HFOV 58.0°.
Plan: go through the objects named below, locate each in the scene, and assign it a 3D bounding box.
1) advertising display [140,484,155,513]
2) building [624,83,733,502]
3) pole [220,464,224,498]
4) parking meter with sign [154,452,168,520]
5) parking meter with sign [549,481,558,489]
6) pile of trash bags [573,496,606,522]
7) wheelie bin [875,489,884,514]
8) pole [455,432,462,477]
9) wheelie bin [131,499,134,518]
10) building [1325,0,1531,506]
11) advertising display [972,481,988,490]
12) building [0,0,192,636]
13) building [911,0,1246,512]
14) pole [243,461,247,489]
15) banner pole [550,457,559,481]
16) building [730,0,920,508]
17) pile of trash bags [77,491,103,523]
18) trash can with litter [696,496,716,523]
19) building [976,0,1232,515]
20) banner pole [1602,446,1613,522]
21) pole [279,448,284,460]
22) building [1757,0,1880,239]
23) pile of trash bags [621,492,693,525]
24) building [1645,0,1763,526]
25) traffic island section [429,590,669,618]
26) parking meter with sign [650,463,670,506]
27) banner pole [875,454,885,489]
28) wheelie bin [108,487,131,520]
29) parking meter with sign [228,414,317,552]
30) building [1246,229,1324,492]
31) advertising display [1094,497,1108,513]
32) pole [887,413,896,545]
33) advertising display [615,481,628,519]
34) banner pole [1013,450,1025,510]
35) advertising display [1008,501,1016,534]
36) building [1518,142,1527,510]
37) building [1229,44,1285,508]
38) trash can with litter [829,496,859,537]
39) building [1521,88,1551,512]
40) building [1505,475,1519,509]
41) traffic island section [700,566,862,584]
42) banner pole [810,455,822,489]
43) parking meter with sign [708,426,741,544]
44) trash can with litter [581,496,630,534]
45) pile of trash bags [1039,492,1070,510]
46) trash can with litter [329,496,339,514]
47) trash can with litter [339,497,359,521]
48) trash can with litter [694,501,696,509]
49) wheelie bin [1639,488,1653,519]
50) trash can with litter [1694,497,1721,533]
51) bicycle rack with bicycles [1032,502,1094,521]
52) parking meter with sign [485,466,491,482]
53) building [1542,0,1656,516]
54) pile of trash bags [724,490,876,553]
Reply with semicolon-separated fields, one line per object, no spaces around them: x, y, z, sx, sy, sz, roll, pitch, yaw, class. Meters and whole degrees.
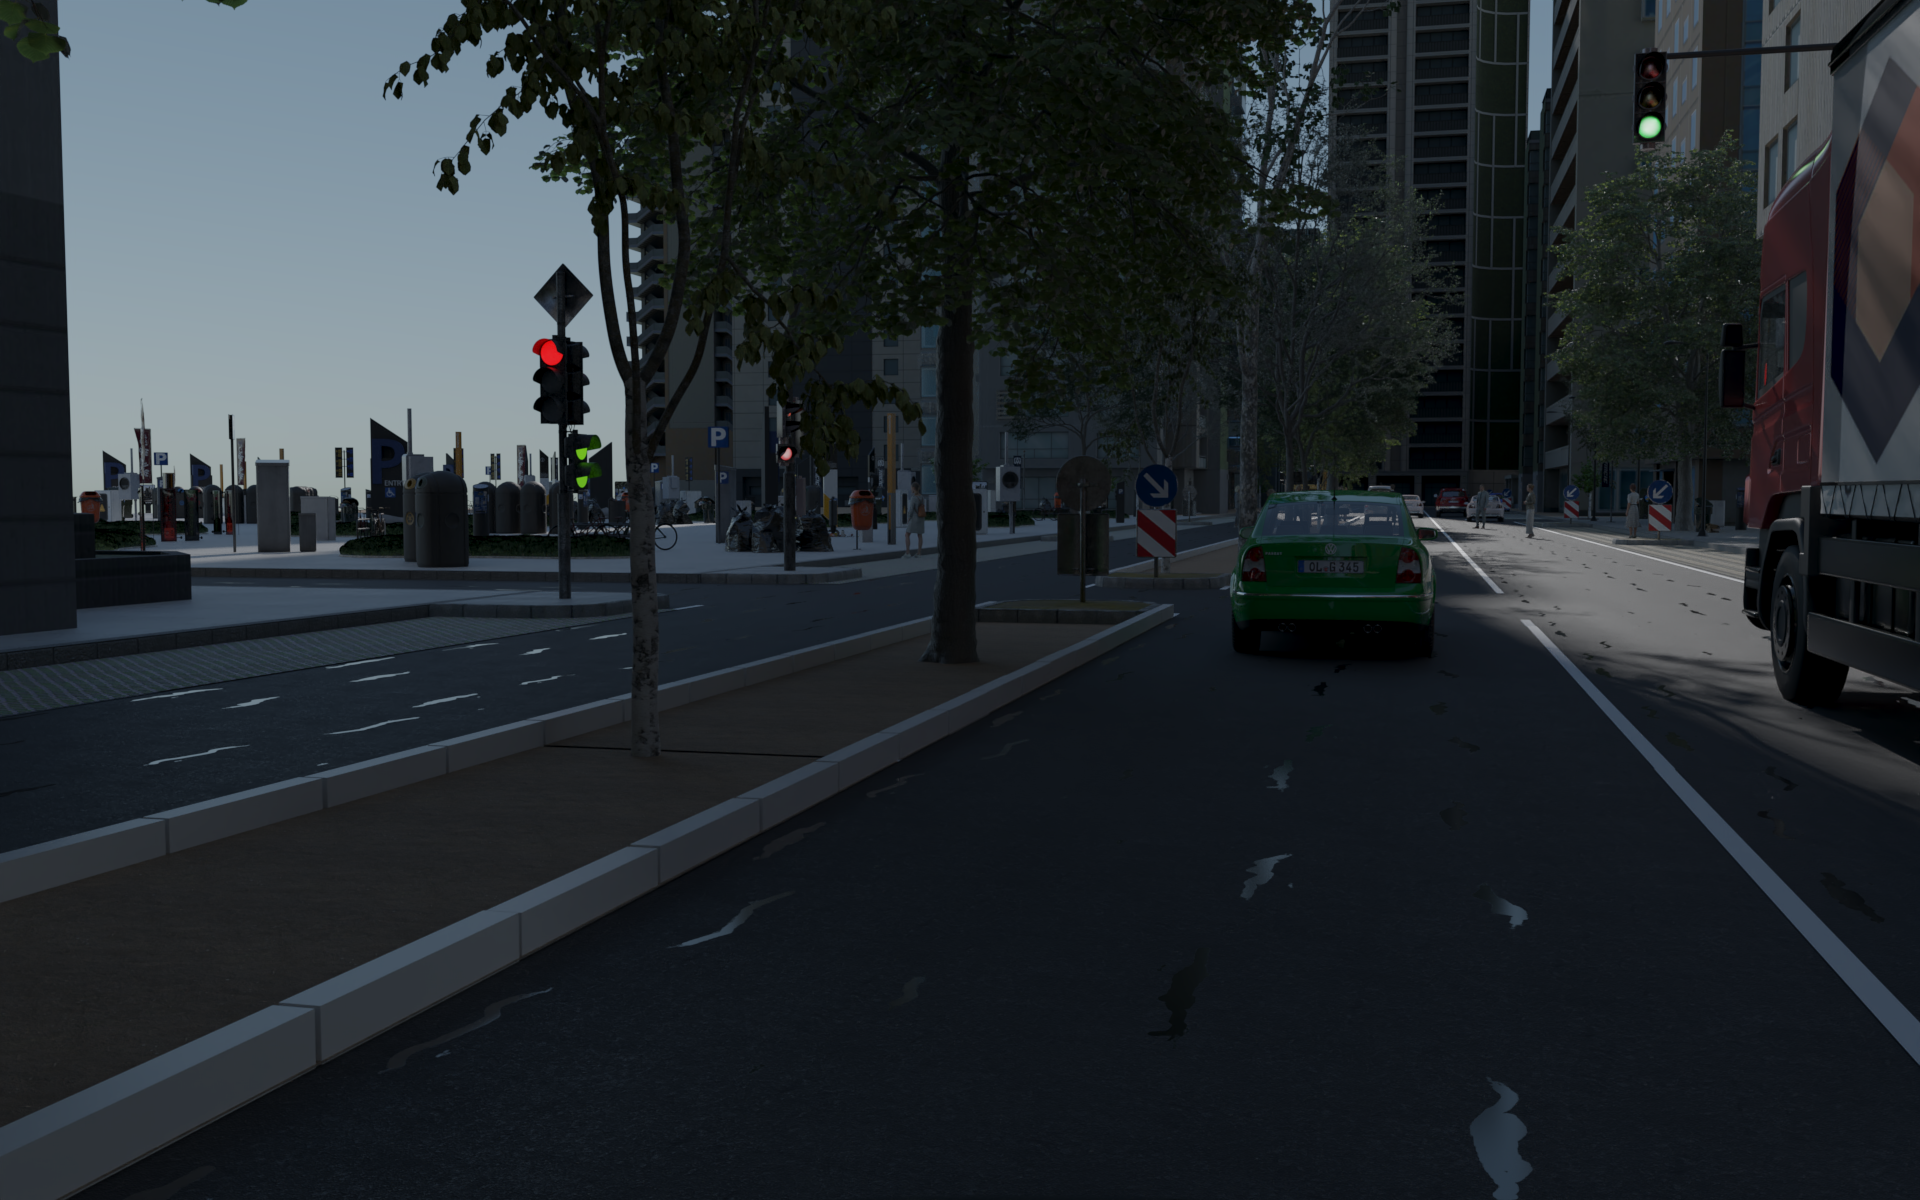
-54.139;-6.742;115.438;0.974;1.923;0.123;-3;5;-45;advertising display
-25.703;-32.574;182.689;14.200;45.320;14.600;1;4;14;building
-50.429;-7.613;118.323;0.158;3.312;0.155;0;3;0;pole
-32.911;-4.597;71.423;0.543;3.016;1.738;-2;4;-25;parking meter with sign
-22.949;-6.229;98.101;1.738;3.016;0.543;2;4;30;parking meter with sign
-16.838;-4.311;80.238;3.447;1.369;1.912;-1;4;-9;pile of trash bags
-4.809;-5.563;98.865;0.980;1.594;0.693;0;4;-5;wheelie bin
-16.364;-3.839;56.603;0.158;3.312;0.155;0;3;0;pole
-44.451;-5.147;92.063;0.693;1.594;0.980;2;4;24;wheelie bin
50.943;-45.900;188.720;20.611;71.187;20.563;1;4;14;building
0.903;-4.966;86.404;0.974;1.923;0.123;-1;4;-21;advertising display
-23.126;-28.865;13.942;28.212;58.520;21.231;1;4;14;building
9.924;-31.397;132.957;23.786;49.044;30.456;1;4;14;building
-44.366;-6.951;107.489;0.158;3.312;0.155;0;3;0;pole
-24.105;-6.954;103.710;0.863;3.779;0.401;0;4;-3;banner pole
-9.665;-45.025;174.410;20.611;71.187;20.563;1;4;14;building
-26.234;-2.409;49.146;3.447;1.369;1.912;-2;4;-34;pile of trash bags
-10.888;-3.949;75.955;0.624;1.170;1.055;2;4;34;trash can with litter
9.471;-26.091;110.178;14.154;41.232;14.086;1;4;14;building
29.377;-5.412;78.497;0.863;3.779;0.401;-2;4;-26;banner pole
-30.245;-5.105;77.310;0.158;3.312;0.155;0;3;0;pole
32.235;-27.134;32.878;27.495;52.752;28.713;1;4;14;building
-12.833;-3.930;74.004;1.912;1.369;3.447;-2;4;-34;pile of trash bags
37.763;-25.884;73.315;14.600;45.320;14.200;1;4;14;building
-4.869;0.061;21.285;2.009;0.180;2.903;1;4;14;traffic island section
-16.641;-6.119;96.311;0.543;3.016;1.738;-2;4;-35;parking meter with sign
-5.010;-7.114;106.336;0.863;3.779;0.401;1;4;17;banner pole
-39.355;-4.444;80.570;0.693;1.594;0.980;2;4;28;wheelie bin
-15.172;-2.570;38.277;1.738;3.016;0.543;-1;4;-18;parking meter with sign
32.907;-25.652;191.106;14.107;30.474;14.160;1;4;14;building
6.135;-4.389;76.972;0.974;1.923;0.123;2;4;34;advertising display
-1.731;-3.058;43.837;0.158;3.312;0.155;0;3;0;pole
-16.845;-4.980;86.635;0.974;1.923;0.123;2;4;27;advertising display
3.443;-6.669;99.059;0.863;3.779;0.401;0;4;-2;banner pole
1.704;-3.135;56.477;0.123;1.923;0.974;0;4;-6;advertising display
52.258;-22.453;138.803;14.160;30.474;14.107;1;4;14;building
15.494;-52.309;167.929;31.000;86.520;22.319;1;4;14;building
-3.693;-2.531;52.446;1.678;1.210;2.233;0;4;2;trash can with litter
48.807;-21.603;124.904;14.160;30.474;14.107;1;4;14;building
66.089;-28.300;154.579;32.217;40.220;23.993;1;4;14;building
-2.869;-0.412;29.016;2.009;0.180;2.903;1;4;14;traffic island section
-7.995;-6.440;95.309;0.863;3.779;0.401;1;4;15;banner pole
-6.135;-3.014;45.547;0.543;3.016;1.738;0;4;6;parking meter with sign
-10.792;-2.531;52.441;2.233;1.210;1.678;-1;4;-23;trash can with litter
5.283;-5.225;95.189;1.912;1.369;3.447;0;4;-2;pile of trash bags
-29.958;-4.312;81.562;2.233;1.210;1.678;-3;4;-36;trash can with litter
-20.985;-2.951;59.641;0.624;1.170;1.055;-1;4;-10;trash can with litter
-12.748;-4.415;83.571;1.055;1.170;0.624;2;4;23;trash can with litter
35.145;-4.953;88.887;0.693;1.594;0.980;-1;4;-11;wheelie bin
25.018;-2.841;57.842;0.624;1.170;1.055;-1;4;-15;trash can with litter
5.052;-4.296;83.617;2.925;0.926;2.852;0;4;8;bicycle rack with bicycles
-29.788;-6.909;109.231;0.543;3.016;1.738;-2;4;-26;parking meter with sign
48.112;-29.493;105.919;21.300;48.544;21.600;1;4;14;building
-3.485;-1.794;39.090;3.447;1.369;1.912;-2;4;-30;pile of trash bags
